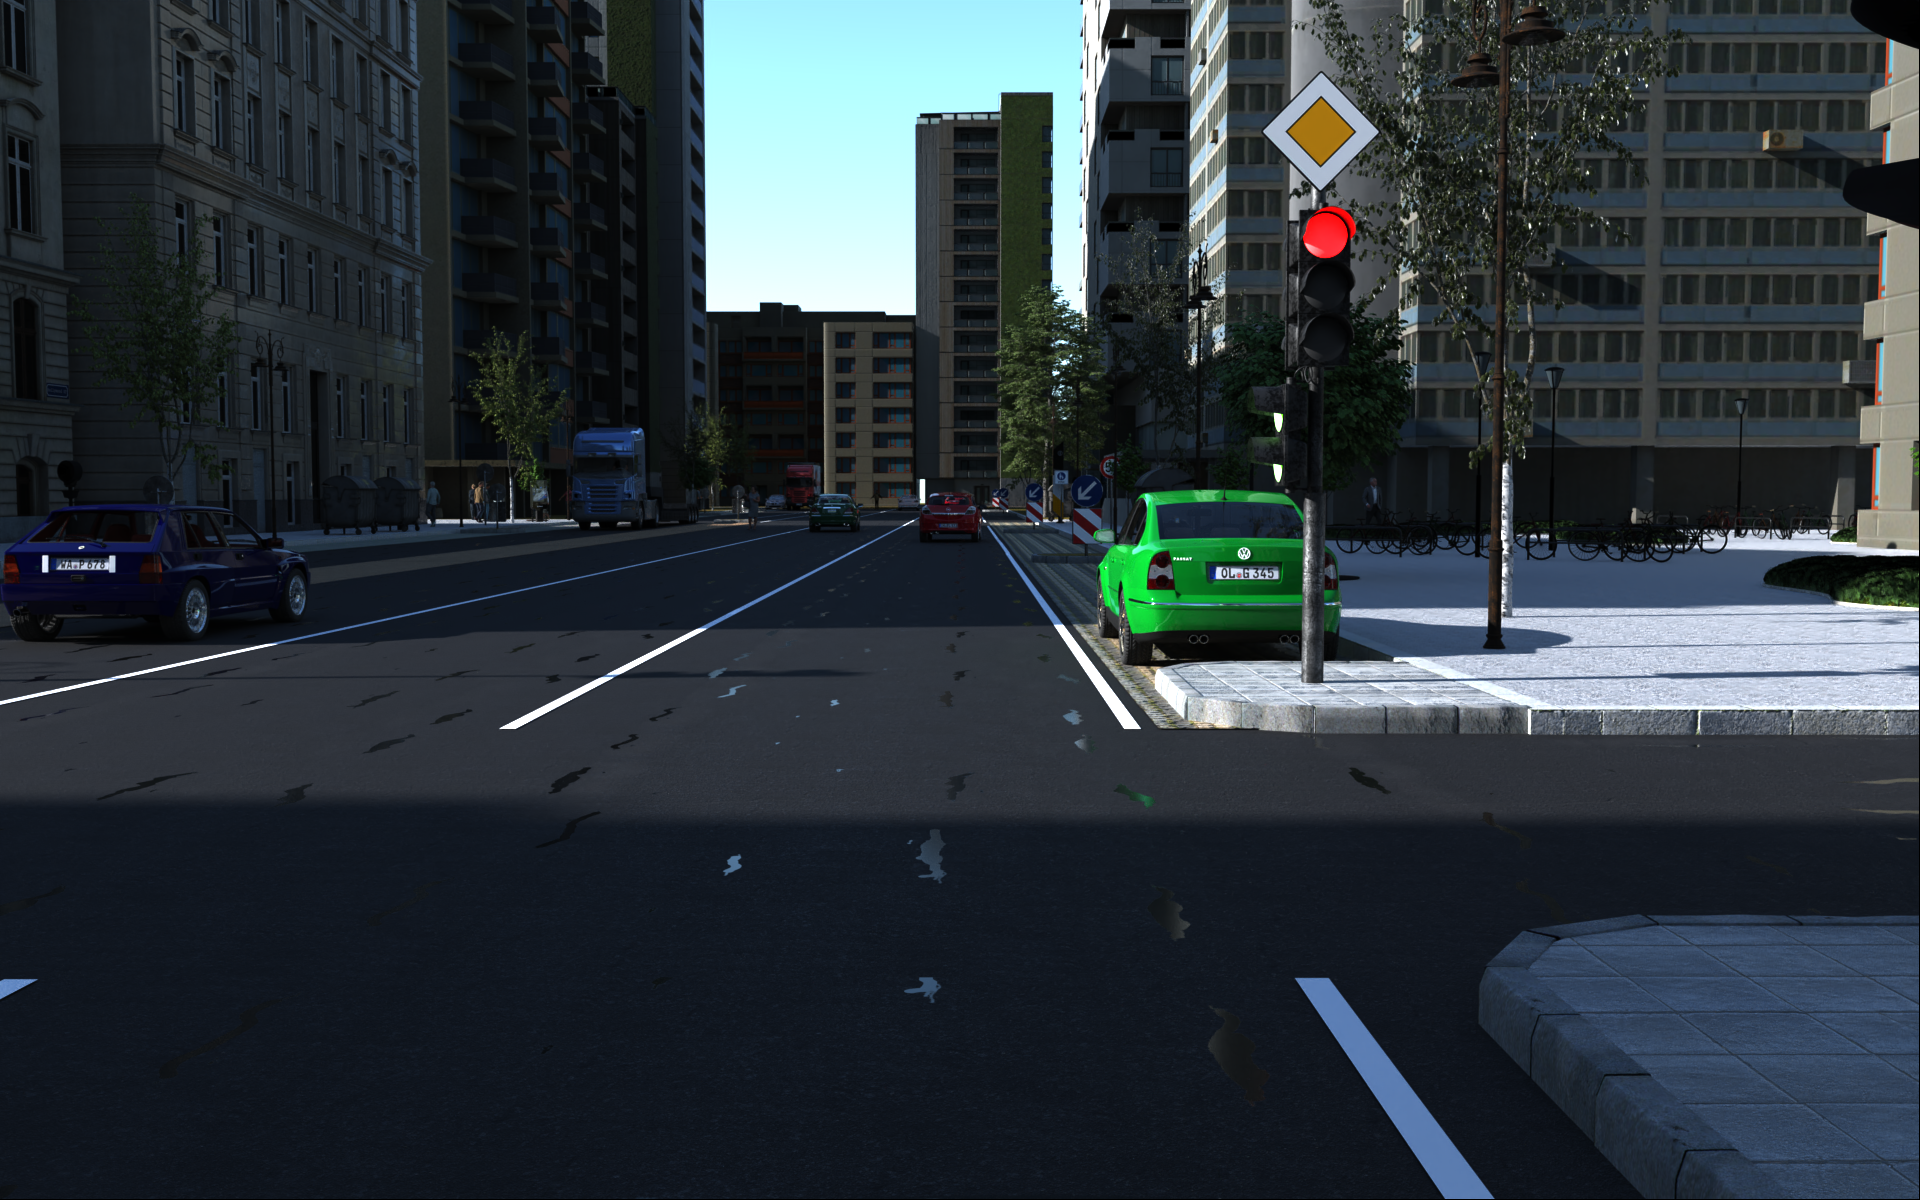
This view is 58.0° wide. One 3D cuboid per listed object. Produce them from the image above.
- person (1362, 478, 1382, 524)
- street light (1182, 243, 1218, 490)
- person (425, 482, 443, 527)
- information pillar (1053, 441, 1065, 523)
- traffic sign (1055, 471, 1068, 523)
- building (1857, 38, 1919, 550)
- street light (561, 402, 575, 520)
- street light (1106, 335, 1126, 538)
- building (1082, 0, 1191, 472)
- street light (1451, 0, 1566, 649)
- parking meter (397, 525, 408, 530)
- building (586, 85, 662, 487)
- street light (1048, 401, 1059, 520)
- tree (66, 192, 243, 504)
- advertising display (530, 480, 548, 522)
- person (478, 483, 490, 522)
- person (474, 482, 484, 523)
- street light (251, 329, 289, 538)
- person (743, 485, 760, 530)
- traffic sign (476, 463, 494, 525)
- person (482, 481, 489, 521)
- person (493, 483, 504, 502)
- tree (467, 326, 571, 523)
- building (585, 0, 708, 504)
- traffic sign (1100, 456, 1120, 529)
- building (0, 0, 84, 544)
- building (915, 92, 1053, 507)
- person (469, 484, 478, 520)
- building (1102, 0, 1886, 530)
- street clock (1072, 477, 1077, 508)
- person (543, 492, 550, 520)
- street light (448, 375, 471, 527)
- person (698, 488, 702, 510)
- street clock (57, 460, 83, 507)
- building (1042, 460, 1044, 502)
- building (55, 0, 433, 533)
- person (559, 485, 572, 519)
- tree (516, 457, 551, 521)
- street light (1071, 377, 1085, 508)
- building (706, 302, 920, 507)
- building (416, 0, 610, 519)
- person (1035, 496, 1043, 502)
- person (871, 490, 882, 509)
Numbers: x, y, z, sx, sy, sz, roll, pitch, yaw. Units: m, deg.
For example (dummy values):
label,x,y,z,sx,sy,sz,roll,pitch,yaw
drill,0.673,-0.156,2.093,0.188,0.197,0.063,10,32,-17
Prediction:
label,x,y,z,sx,sy,sz,roll,pitch,yaw
person,12.429,-2.782,51.932,0.661,1.777,0.834,-1,4,-22
street light,4.433,-3.632,32.170,0.468,5.910,1.993,0,4,0
person,-20.516,-3.737,67.635,0.515,1.767,0.782,1,4,23
information pillar,4.322,-5.168,75.853,0.504,3.616,0.183,1,4,17
traffic sign,4.413,-4.484,75.441,0.606,2.300,0.079,0,4,4
building,36.263,-11.173,27.715,28.899,21.520,27.650,0,4,0
street light,-19.260,-6.867,85.070,0.468,5.910,1.993,0,4,0
street light,4.504,-4.730,50.116,0.468,5.910,1.993,0,4,0
building,22.326,-32.088,113.878,28.713,52.752,27.495,0,4,0
street light,4.441,-2.534,14.224,0.468,5.910,1.993,0,4,0
parking meter,-19.851,-3.257,61.660,0.372,1.533,0.369,0,3,0
building,-29.597,-21.503,123.281,14.160,30.474,14.107,0,4,0
street light,4.655,-6.947,86.369,0.468,5.910,1.993,0,4,0
tree,-19.412,-5.625,42.338,4.737,8.622,4.395,0,3,0
advertising display,-19.407,-4.565,79.852,0.123,1.923,0.974,2,4,31
person,-21.958,-4.513,80.178,0.623,1.781,0.721,1,4,19
person,-21.489,-4.377,77.524,0.656,1.842,0.836,1,4,10
street light,-19.385,-4.650,48.810,0.468,5.910,1.993,0,4,0
person,-8.379,-3.695,69.269,0.716,1.782,0.532,1,4,21
traffic sign,-19.567,-4.357,71.348,0.768,2.556,0.104,1,4,8
person,-22.391,-4.657,81.542,0.474,1.900,0.648,0,4,-3
person,-22.396,-4.771,84.150,0.635,1.810,0.391,0,4,3
tree,-19.655,-7.725,76.669,4.737,8.622,4.395,0,3,0
building,-36.598,-37.131,149.096,28.212,58.520,21.231,0,4,0
traffic sign,5.023,-3.508,57.465,0.768,2.556,0.104,0,4,3
building,-30.077,-12.973,31.186,14.460,24.649,34.723,0,4,0
building,2.393,-30.359,179.960,14.086,41.232,14.154,0,4,0
person,-24.118,-4.870,86.086,0.576,1.772,0.534,-2,4,-31
building,22.593,-23.230,71.689,32.217,40.220,23.993,0,4,0
street clock,4.902,-4.154,72.493,0.358,2.002,0.471,-2,4,-27
person,-20.295,-4.798,84.713,0.641,1.798,0.478,-3,4,-38
street light,-19.372,-5.770,67.124,0.468,5.910,1.993,0,4,0
person,-20.614,-8.002,136.855,0.705,1.826,1.348,0,4,5
street clock,-19.155,-2.003,37.316,0.471,2.002,0.358,1,4,17
building,18.697,-50.727,142.051,22.319,86.520,31.000,0,4,0
building,-28.382,-16.128,60.957,12.463,27.353,25.104,0,4,0
person,-20.435,-5.105,90.227,1.217,1.743,0.721,2,4,33
tree,-20.166,-5.400,82.899,1.663,3.219,1.824,0,3,0
street light,4.649,-5.849,68.423,0.468,5.910,1.993,0,4,0
building,-19.162,-20.985,188.143,28.899,21.520,27.650,0,4,0
building,-33.157,-27.293,100.863,22.147,44.769,28.867,0,4,0
person,6.165,-8.117,138.718,1.348,1.831,0.705,-1,4,-16
person,-7.753,-9.320,160.974,1.348,1.812,0.705,2,4,32
